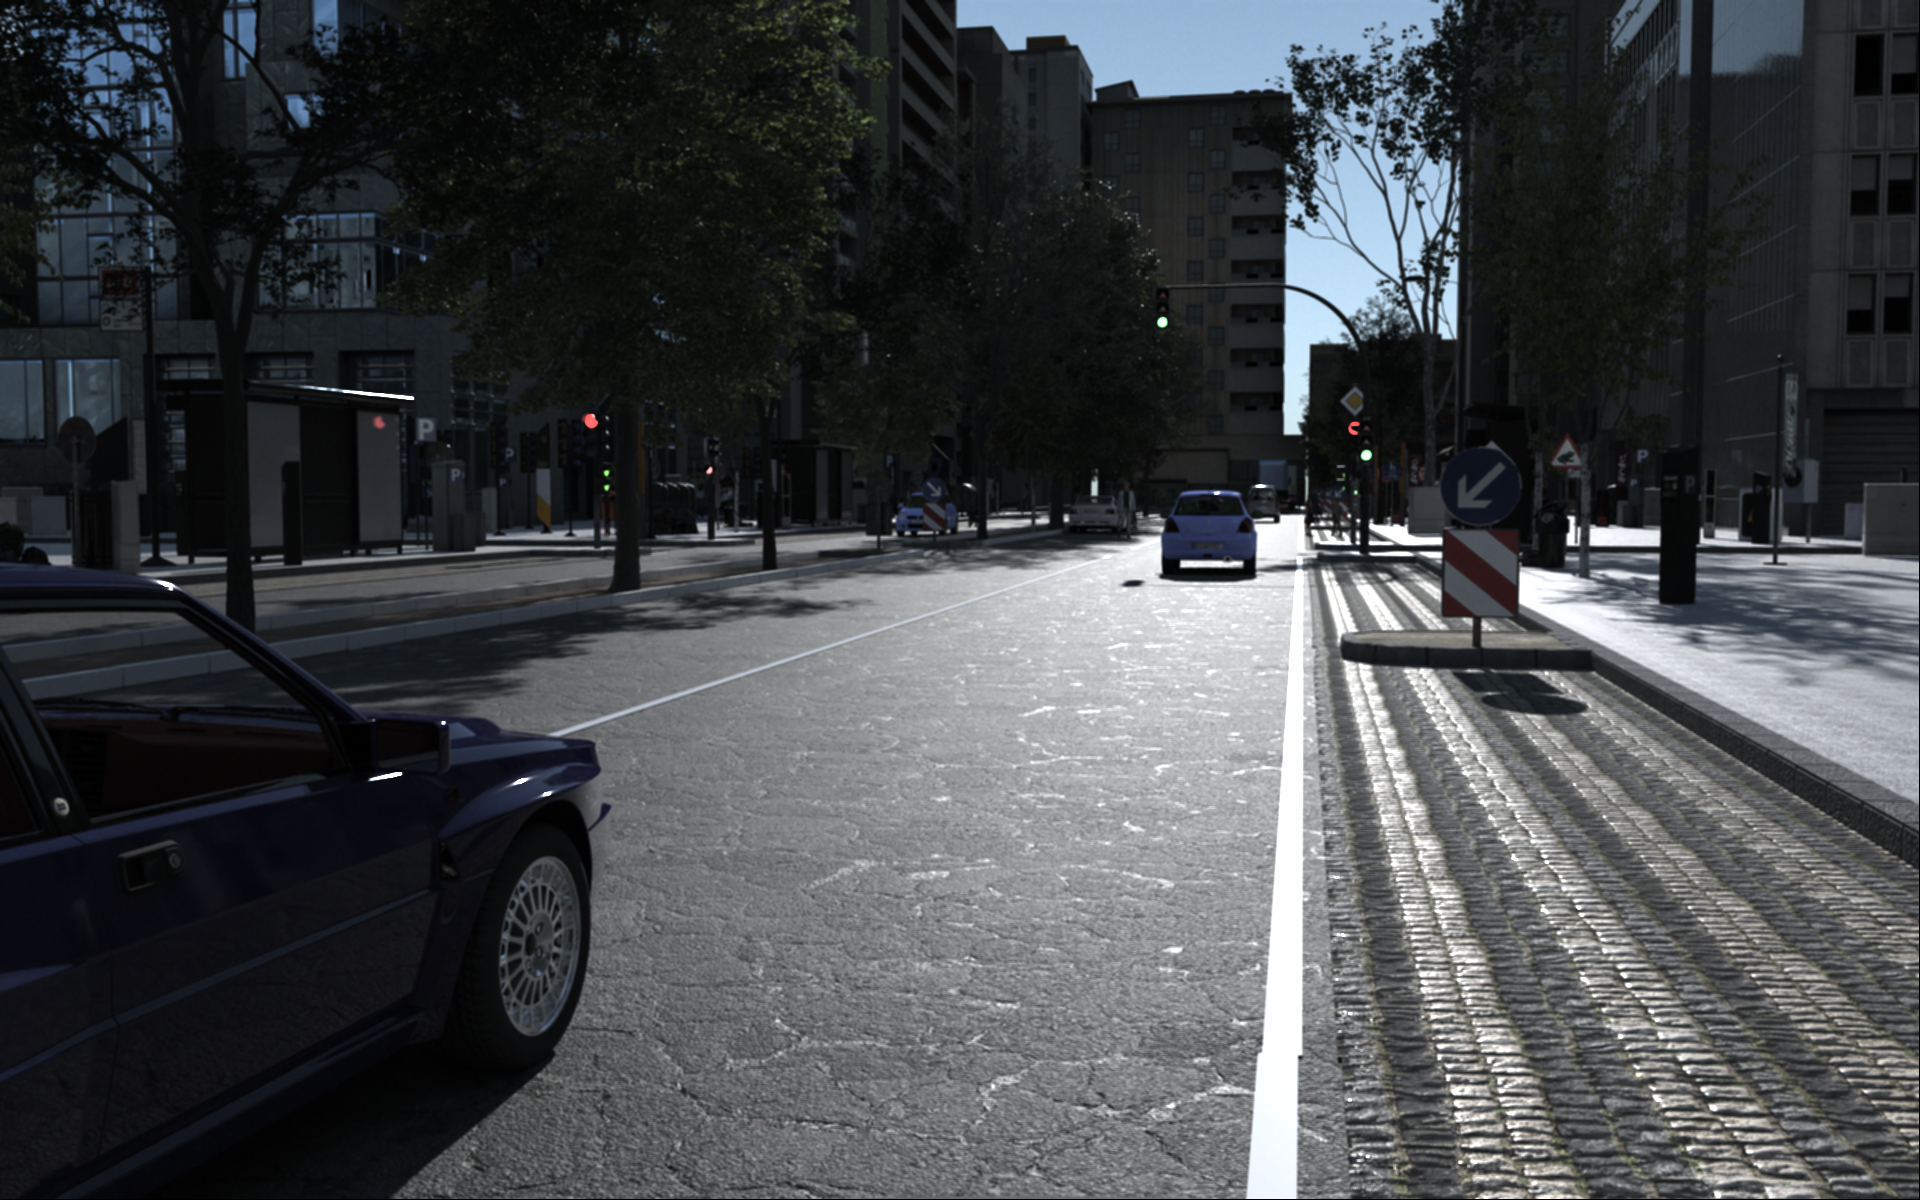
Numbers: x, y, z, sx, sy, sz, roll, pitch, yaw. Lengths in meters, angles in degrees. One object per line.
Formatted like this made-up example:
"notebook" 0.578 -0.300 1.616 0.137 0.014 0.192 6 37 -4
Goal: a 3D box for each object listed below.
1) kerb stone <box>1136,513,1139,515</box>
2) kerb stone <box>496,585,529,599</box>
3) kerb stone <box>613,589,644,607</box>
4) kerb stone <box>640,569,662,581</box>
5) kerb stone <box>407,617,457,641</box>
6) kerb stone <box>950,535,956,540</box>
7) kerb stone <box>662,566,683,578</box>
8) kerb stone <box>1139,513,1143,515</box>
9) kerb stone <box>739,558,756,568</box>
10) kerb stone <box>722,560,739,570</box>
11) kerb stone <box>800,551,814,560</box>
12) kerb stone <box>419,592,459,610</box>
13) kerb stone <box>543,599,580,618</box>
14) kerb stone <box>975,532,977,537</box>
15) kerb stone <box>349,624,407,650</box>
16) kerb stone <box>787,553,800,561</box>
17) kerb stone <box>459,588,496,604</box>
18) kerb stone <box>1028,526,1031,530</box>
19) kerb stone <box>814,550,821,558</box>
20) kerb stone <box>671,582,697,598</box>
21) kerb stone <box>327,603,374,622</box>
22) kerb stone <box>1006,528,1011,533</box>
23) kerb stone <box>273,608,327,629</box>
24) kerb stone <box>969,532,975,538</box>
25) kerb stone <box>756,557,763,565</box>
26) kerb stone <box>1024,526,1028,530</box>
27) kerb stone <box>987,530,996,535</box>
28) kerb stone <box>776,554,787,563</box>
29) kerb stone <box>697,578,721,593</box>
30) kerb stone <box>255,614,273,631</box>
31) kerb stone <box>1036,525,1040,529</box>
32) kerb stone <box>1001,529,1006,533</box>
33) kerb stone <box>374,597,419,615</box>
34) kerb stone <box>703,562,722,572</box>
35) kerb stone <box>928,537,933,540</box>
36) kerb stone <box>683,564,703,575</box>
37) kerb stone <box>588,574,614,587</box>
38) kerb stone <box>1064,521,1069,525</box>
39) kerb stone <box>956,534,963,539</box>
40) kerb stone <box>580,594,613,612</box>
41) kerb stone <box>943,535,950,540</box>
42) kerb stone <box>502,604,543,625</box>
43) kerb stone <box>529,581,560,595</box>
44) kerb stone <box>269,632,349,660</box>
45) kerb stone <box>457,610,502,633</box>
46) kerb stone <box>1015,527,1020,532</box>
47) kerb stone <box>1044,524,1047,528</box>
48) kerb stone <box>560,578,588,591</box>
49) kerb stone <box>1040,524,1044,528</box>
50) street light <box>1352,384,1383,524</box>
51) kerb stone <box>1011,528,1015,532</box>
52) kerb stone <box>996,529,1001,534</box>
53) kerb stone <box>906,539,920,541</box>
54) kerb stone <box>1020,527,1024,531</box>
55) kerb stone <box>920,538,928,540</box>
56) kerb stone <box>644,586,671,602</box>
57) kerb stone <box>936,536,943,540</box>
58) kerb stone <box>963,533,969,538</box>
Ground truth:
"kerb stone" 11.371 -5.542 112.855 0.120 0.150 1.000 1 4 11
"kerb stone" -6.233 -0.098 23.797 0.120 0.150 1.000 1 4 11
"kerb stone" -4.366 -0.012 22.394 0.120 0.150 1.000 1 4 11
"kerb stone" -5.240 -0.405 28.811 0.120 0.150 1.000 1 4 11
"kerb stone" -5.361 0.295 17.364 0.120 0.150 1.000 1 4 11
"kerb stone" -0.347 -1.912 53.540 0.120 0.150 1.000 1 4 11
"kerb stone" -5.046 -0.462 29.818 0.120 0.150 1.000 1 4 11
"kerb stone" 12.175 -5.788 116.880 0.120 0.150 1.000 1 4 11
"kerb stone" -4.246 -0.706 33.834 0.120 0.150 1.000 1 4 11
"kerb stone" -4.448 -0.651 32.832 0.120 0.150 1.000 1 4 11
"kerb stone" -3.452 -0.957 37.854 0.120 0.150 1.000 1 4 11
"kerb stone" -6.633 0.025 21.793 0.120 0.150 1.000 1 4 11
"kerb stone" -4.769 0.111 20.381 0.120 0.150 1.000 1 4 11
"kerb stone" 0.439 -2.163 57.563 0.120 0.150 1.000 1 4 11
"kerb stone" -5.555 0.357 16.357 0.120 0.150 1.000 1 4 11
"kerb stone" -3.651 -0.896 36.847 0.120 0.150 1.000 1 4 11
"kerb stone" -6.429 -0.037 22.794 0.120 0.150 1.000 1 4 11
"kerb stone" 2.627 -2.839 68.615 0.120 0.150 1.000 1 4 11
"kerb stone" -3.252 -1.015 38.856 0.120 0.150 1.000 1 4 11
"kerb stone" -3.967 -0.135 24.404 0.120 0.150 1.000 1 4 11
"kerb stone" -7.033 0.148 19.772 0.120 0.150 1.000 1 4 11
"kerb stone" 1.641 -2.532 63.591 0.120 0.150 1.000 1 4 11
"kerb stone" -7.223 0.211 18.761 0.120 0.150 1.000 1 4 11
"kerb stone" 0.247 -2.100 56.559 0.120 0.150 1.000 1 4 11
"kerb stone" -4.050 -0.767 34.840 0.120 0.150 1.000 1 4 11
"kerb stone" 2.433 -2.778 67.611 0.120 0.150 1.000 1 4 11
"kerb stone" 1.039 -2.347 60.574 0.120 0.150 1.000 1 4 11
"kerb stone" -3.847 -0.829 35.844 0.120 0.150 1.000 1 4 11
"kerb stone" -3.771 -0.196 25.411 0.120 0.150 1.000 1 4 11
"kerb stone" -7.422 0.271 17.758 0.120 0.150 1.000 1 4 11
"kerb stone" 3.023 -2.962 70.621 0.120 0.150 1.000 1 4 11
"kerb stone" 1.431 -2.470 62.581 0.120 0.150 1.000 1 4 11
"kerb stone" -6.828 0.093 20.775 0.120 0.150 1.000 1 4 11
"kerb stone" -4.641 -0.587 31.828 0.120 0.150 1.000 1 4 11
"kerb stone" -0.951 -1.727 50.520 0.120 0.150 1.000 1 4 11
"kerb stone" -4.846 -0.527 30.823 0.120 0.150 1.000 1 4 11
"kerb stone" -5.638 -0.275 26.807 0.120 0.150 1.000 1 4 11
"kerb stone" 5.010 -3.578 80.688 0.120 0.150 1.000 1 4 11
"kerb stone" -0.146 -1.979 54.549 0.120 0.150 1.000 1 4 11
"kerb stone" -4.569 0.051 21.392 0.120 0.150 1.000 1 4 11
"kerb stone" -0.553 -1.855 52.529 0.120 0.150 1.000 1 4 11
"kerb stone" -4.963 0.173 19.369 0.120 0.150 1.000 1 4 11
"kerb stone" -6.032 -0.156 24.799 0.120 0.150 1.000 1 4 11
"kerb stone" -5.769 0.418 15.357 0.120 0.150 1.000 1 4 11
"kerb stone" -5.165 0.238 18.367 0.120 0.150 1.000 1 4 11
"kerb stone" 2.027 -2.655 65.599 0.120 0.150 1.000 1 4 11
"kerb stone" 3.428 -3.084 72.630 0.120 0.150 1.000 1 4 11
"kerb stone" -5.833 -0.221 25.802 0.120 0.150 1.000 1 4 11
"kerb stone" 3.223 -3.017 71.624 0.120 0.150 1.000 1 4 11
"street light" 17.255 -6.163 73.309 1.470 5.913 1.316 1 4 11
"kerb stone" 1.832 -2.587 64.596 0.120 0.150 1.000 1 4 11
"kerb stone" 1.237 -2.402 61.577 0.120 0.150 1.000 1 4 11
"kerb stone" -1.350 -1.606 48.501 0.120 0.150 1.000 1 4 11
"kerb stone" 2.230 -2.713 66.608 0.120 0.150 1.000 1 4 11
"kerb stone" -1.150 -1.671 49.517 0.120 0.150 1.000 1 4 11
"kerb stone" -4.171 -0.074 23.403 0.120 0.150 1.000 1 4 11
"kerb stone" -0.751 -1.794 51.524 0.120 0.150 1.000 1 4 11
"kerb stone" 0.047 -2.038 55.556 0.120 0.150 1.000 1 4 11
